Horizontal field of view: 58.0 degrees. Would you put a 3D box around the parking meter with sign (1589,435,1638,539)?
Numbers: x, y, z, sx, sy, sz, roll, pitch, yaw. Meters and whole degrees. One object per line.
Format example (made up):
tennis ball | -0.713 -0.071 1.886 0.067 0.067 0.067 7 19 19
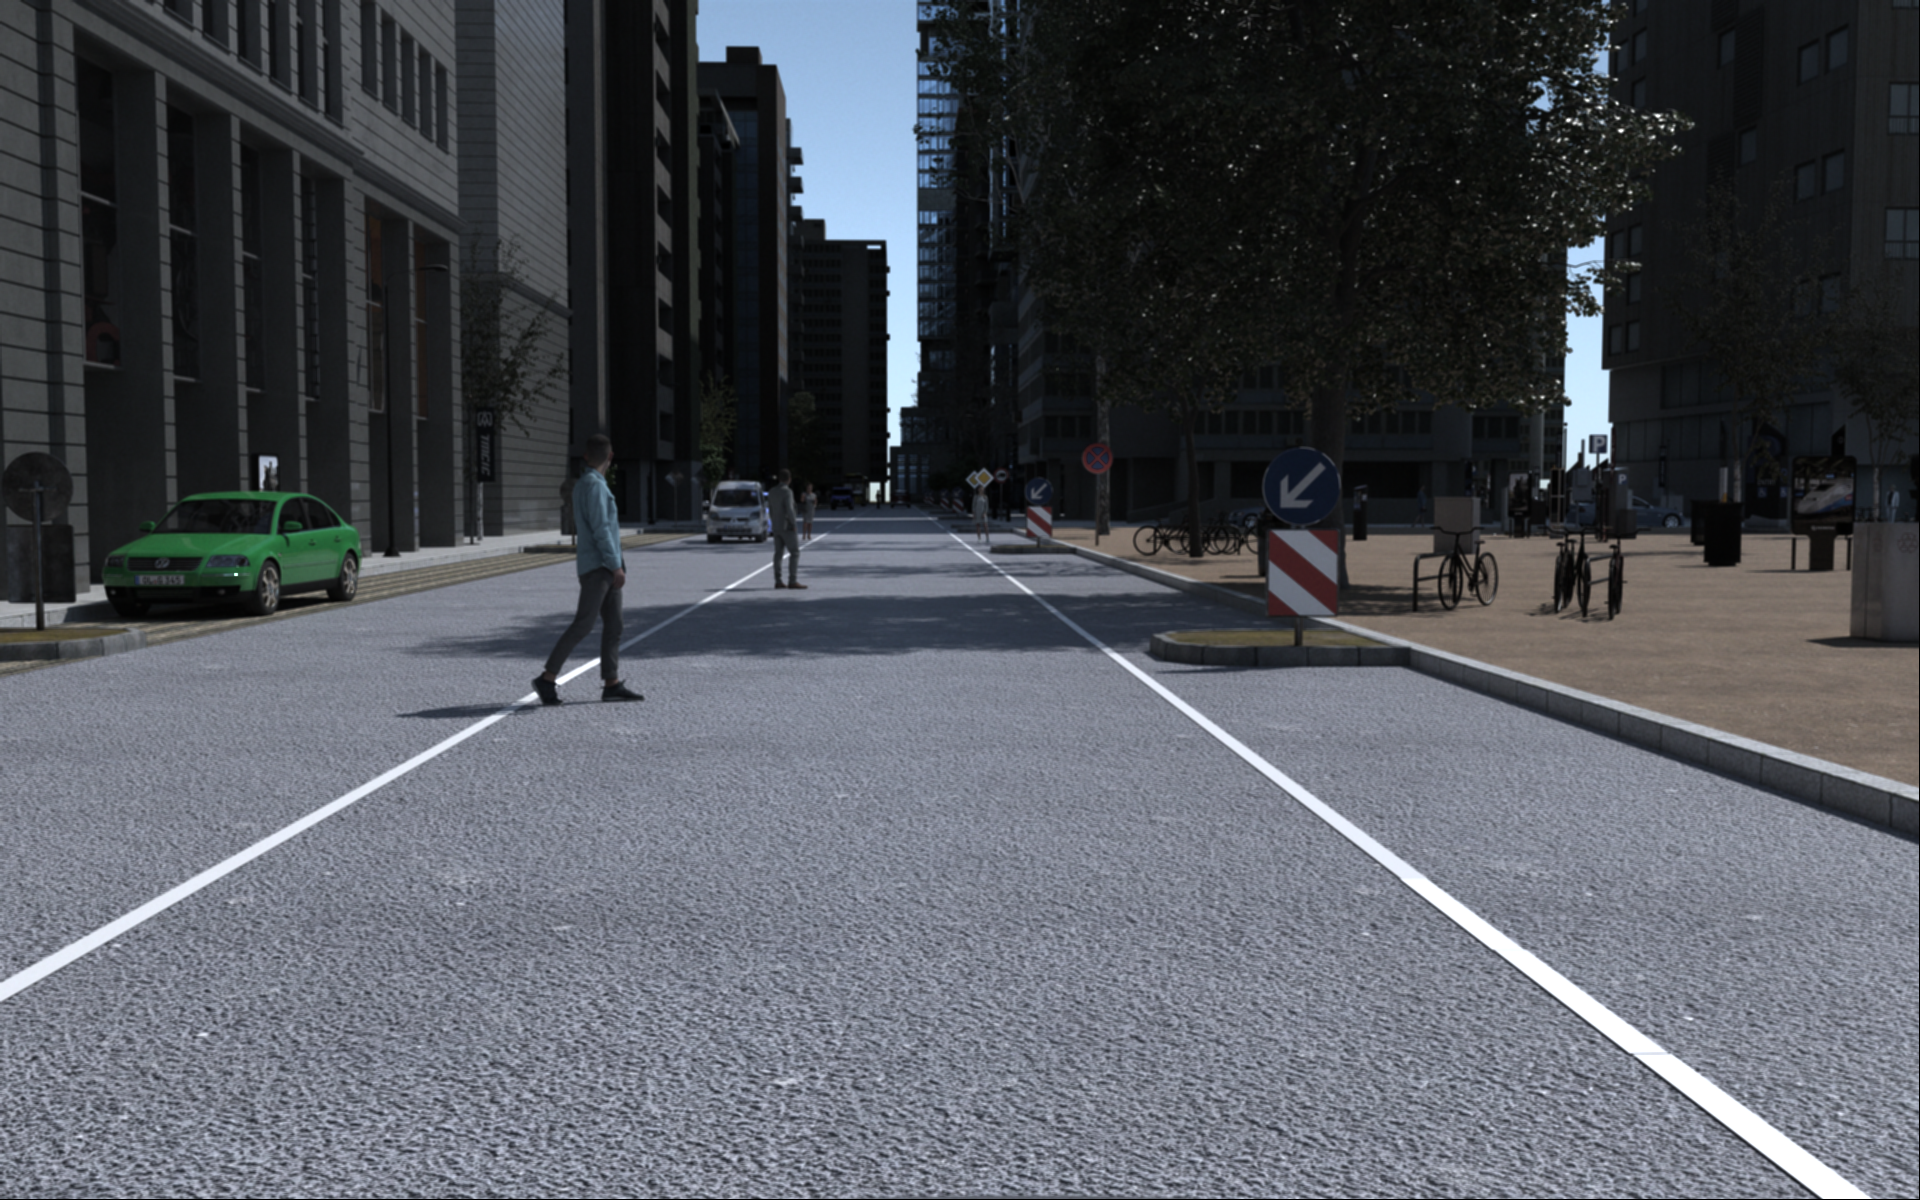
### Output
parking meter with sign | 18.948 -3.295 50.131 0.543 3.016 1.738 -1 4 -15

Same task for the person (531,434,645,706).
person | -2.553 -0.215 11.882 0.748 1.841 0.638 0 4 -7

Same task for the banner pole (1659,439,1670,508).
banner pole | 32.067 -5.431 78.819 0.401 3.779 0.863 -1 4 -15

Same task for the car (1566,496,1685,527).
car | 26.610 -3.499 69.210 4.499 1.417 2.014 0 4 -1

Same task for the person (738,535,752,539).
person | -6.791 -2.842 54.883 0.656 1.842 0.836 -2 4 -26

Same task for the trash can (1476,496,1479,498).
trash can | 39.618 -7.527 134.715 0.748 1.137 0.748 0 3 0

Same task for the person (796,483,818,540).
person | -4.813 -2.784 54.380 0.716 1.782 0.532 -2 4 -23

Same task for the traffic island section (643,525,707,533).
traffic island section | -10.659 -2.603 64.837 2.009 0.180 2.903 0 4 -2

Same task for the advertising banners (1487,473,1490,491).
advertising banners | 43.683 -9.077 144.589 2.074 3.025 0.090 -3 4 -38

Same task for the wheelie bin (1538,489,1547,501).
wheelie bin | 36.026 -6.102 107.674 0.693 1.594 0.980 -1 4 -18

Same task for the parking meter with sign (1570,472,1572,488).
parking meter with sign | 50.988 -9.024 143.804 1.738 3.016 0.543 -1 4 -21

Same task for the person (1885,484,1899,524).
person | 38.882 -3.909 72.289 0.514 1.842 0.818 2 4 28

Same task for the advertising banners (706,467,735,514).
advertising banners | -15.624 -7.145 113.010 2.074 3.025 0.090 1 4 17

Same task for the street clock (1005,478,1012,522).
street clock | 2.247 -4.632 80.306 0.358 2.002 0.471 1 4 8

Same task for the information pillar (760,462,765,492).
information pillar | -14.563 -8.355 127.959 0.183 3.616 0.504 2 4 28

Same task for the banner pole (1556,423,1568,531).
banner pole | 21.139 -4.335 60.900 0.401 3.779 0.863 -1 4 -9

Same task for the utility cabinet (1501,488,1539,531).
utility cabinet | 18.943 -3.055 58.635 1.173 1.500 0.318 0 4 -5

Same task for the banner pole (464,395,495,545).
banner pole | -12.140 -3.288 43.768 0.863 3.779 0.401 0 4 3

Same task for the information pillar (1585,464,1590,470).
information pillar | 49.232 -8.857 136.165 0.504 3.616 0.183 2 4 27

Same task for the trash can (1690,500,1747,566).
trash can | 13.632 -1.180 30.945 0.748 1.137 0.748 0 3 0

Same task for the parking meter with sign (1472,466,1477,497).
parking meter with sign | 31.586 -6.770 106.953 0.543 3.016 1.738 1 4 17

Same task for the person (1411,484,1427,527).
person | 18.405 -3.718 69.318 0.654 1.822 0.581 1 4 14

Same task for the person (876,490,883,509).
person | -7.921 -9.803 168.718 0.705 1.831 1.348 -2 4 -31

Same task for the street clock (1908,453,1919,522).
street clock | 17.033 -1.602 30.767 0.358 2.002 0.471 3 5 40

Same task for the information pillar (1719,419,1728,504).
information pillar | 23.877 -3.842 54.170 0.183 3.616 0.504 0 4 7

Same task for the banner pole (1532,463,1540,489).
banner pole | 46.334 -9.149 139.596 0.863 3.779 0.401 0 4 2

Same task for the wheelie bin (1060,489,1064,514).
wheelie bin | 6.673 -6.414 112.769 0.980 1.594 0.693 3 5 44

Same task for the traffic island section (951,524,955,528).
traffic island section | 0.636 -3.116 73.229 2.009 0.180 2.903 0 4 -2

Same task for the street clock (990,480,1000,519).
street clock | 1.762 -5.103 88.004 0.471 2.002 0.358 2 4 32

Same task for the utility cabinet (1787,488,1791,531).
utility cabinet | 28.225 -3.115 59.613 0.318 1.500 1.173 -3 4 -38

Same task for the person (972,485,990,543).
person | 0.613 -2.546 51.134 0.512 1.701 0.522 0 4 -2

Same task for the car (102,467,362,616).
car | -8.954 -0.783 21.604 1.959 1.807 4.718 0 4 -1

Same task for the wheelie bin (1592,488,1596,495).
wheelie bin | 33.148 -5.101 91.301 0.980 1.594 0.693 -1 4 -12

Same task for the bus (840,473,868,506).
bus | -12.368 -13.017 204.370 2.896 3.916 12.252 0 4 -1

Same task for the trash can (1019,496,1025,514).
trash can | 4.177 -6.172 112.567 0.748 1.137 0.748 0 3 0

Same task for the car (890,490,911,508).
car | -6.180 -10.478 179.991 2.281 1.827 5.304 0 4 -2

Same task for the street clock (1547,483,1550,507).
street clock | 38.935 -6.709 114.262 0.358 2.002 0.471 3 4 39

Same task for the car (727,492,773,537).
car | -6.984 -3.036 59.227 1.945 1.707 3.694 0 4 0

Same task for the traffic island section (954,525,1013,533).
traffic island section | 0.925 -2.628 65.249 2.009 0.180 2.903 0 4 -2

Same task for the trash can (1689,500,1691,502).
trash can | 18.652 -1.942 43.411 0.748 1.137 0.748 0 3 0

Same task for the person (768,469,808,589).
person | -2.660 -1.079 26.243 0.635 1.810 0.391 3 4 39

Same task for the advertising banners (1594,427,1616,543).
advertising banners | 17.166 -3.047 46.011 0.090 3.025 2.074 1 4 10

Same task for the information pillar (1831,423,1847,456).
information pillar | 29.102 -4.038 57.380 0.183 3.616 0.504 -2 4 -31

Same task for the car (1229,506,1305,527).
car | 13.028 -3.509 69.374 4.499 1.417 2.014 0 4 -1

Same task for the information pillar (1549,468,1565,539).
information pillar | 17.164 -2.769 49.763 0.304 2.012 0.304 -3 5 -39
